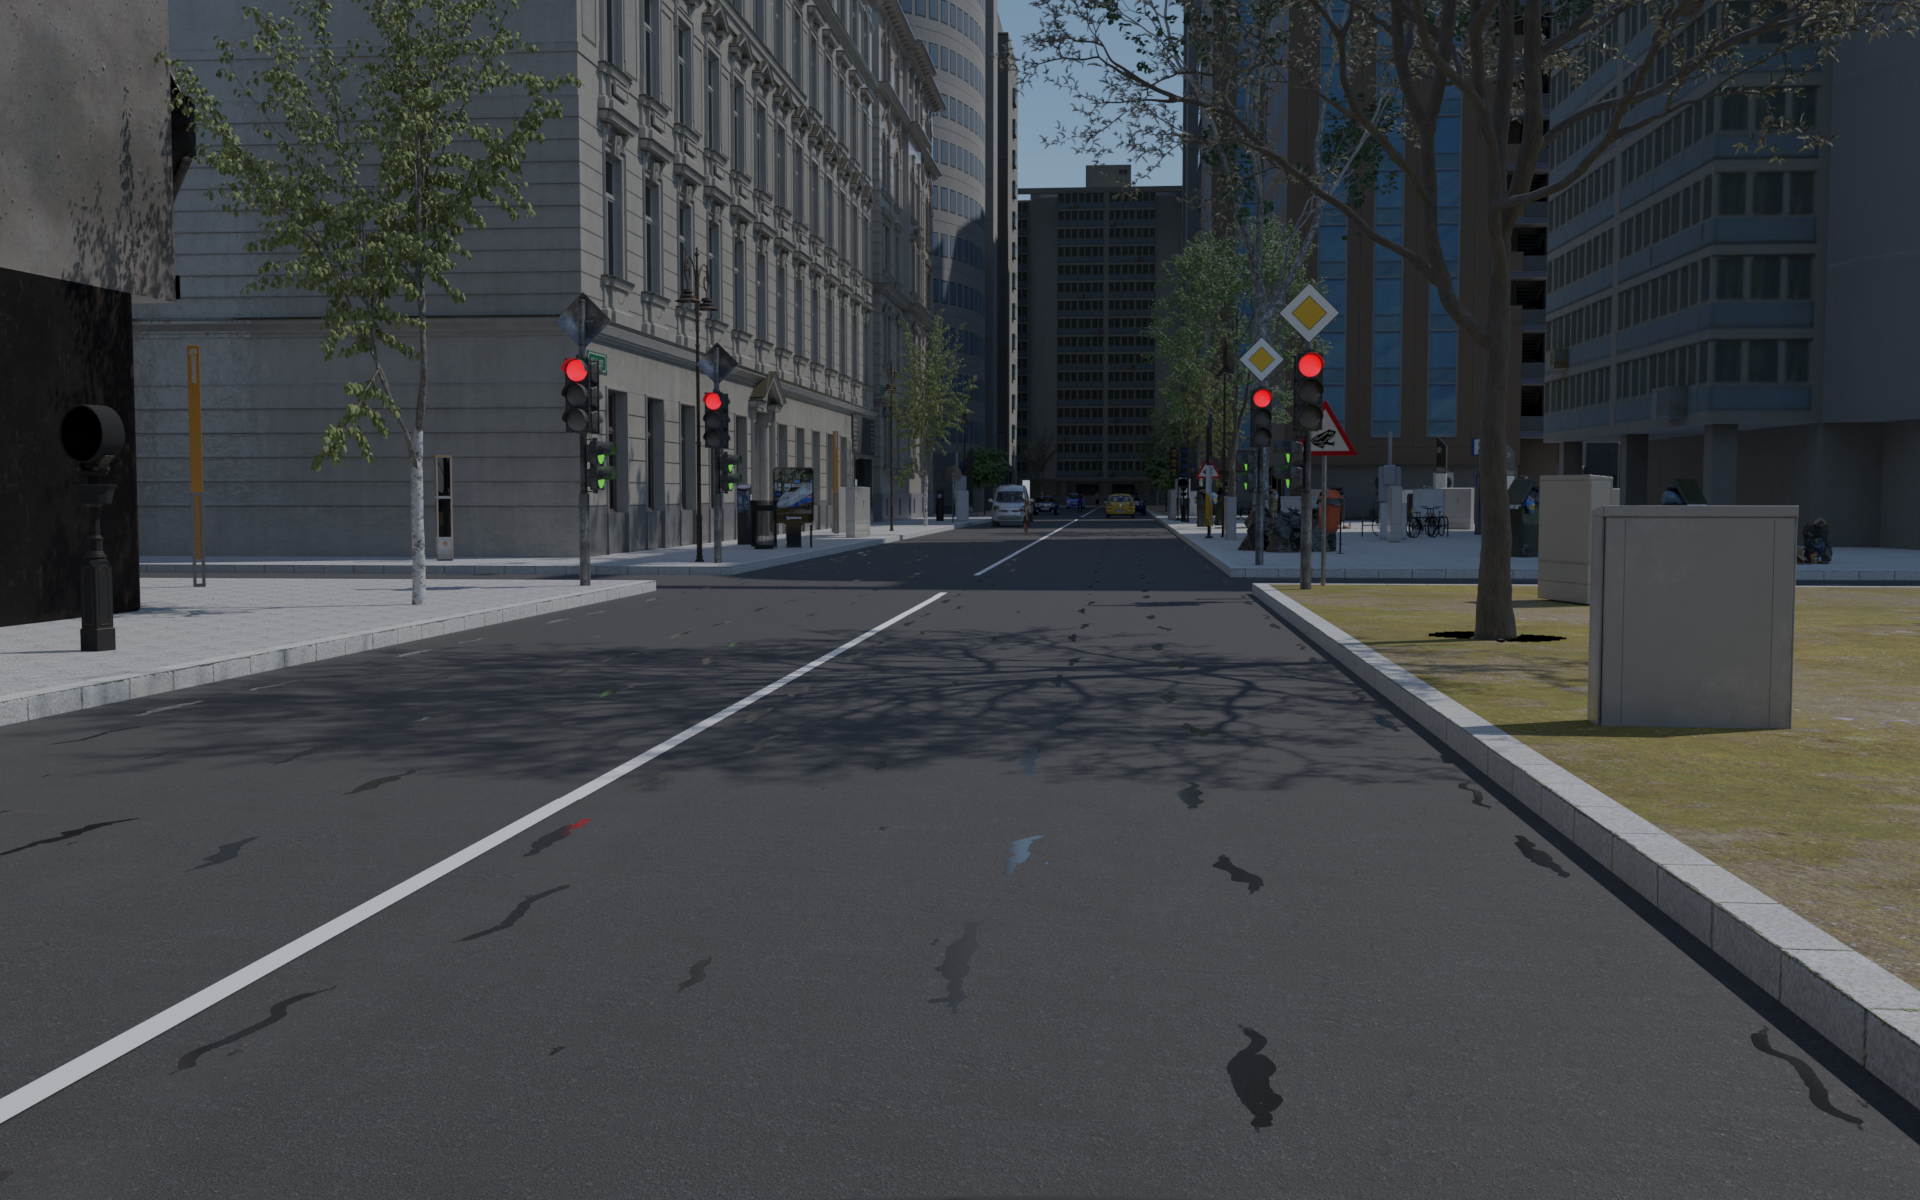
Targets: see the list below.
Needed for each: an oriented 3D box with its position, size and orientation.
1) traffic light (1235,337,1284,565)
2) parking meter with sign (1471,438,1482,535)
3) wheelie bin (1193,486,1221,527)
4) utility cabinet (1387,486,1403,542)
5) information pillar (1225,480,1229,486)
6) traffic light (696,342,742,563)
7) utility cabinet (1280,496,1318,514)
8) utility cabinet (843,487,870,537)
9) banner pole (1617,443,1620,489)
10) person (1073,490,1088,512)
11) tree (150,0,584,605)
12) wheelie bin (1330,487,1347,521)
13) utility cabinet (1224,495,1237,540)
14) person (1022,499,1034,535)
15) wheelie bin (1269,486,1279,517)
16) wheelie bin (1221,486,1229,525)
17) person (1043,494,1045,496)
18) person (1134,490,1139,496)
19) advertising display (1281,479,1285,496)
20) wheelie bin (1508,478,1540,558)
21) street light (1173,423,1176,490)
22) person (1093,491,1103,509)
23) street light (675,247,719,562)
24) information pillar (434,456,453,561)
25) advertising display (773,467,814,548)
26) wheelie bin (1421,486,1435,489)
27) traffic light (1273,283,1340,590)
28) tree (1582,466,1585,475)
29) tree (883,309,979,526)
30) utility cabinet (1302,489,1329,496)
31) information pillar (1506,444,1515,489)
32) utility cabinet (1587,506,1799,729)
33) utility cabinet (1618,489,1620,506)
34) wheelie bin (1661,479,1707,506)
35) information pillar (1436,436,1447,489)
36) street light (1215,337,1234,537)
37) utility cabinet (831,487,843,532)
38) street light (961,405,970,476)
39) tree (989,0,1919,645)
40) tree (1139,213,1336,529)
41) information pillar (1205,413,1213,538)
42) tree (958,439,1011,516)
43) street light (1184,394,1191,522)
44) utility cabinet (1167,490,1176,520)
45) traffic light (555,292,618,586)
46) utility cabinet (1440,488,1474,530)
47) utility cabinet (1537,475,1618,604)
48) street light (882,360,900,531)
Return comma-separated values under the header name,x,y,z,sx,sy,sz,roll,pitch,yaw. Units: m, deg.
name,x,y,z,sx,sy,sz,roll,pitch,yaw
traffic light,5.388,-2.584,31.172,0.839,4.253,0.868,0,4,5
parking meter with sign,16.583,-3.579,54.775,0.543,3.016,1.738,2,4,26
wheelie bin,9.611,-3.662,67.779,0.980,1.594,0.693,1,4,12
utility cabinet,11.673,-2.311,46.469,0.318,1.500,1.173,1,4,9
information pillar,13.908,-5.246,90.271,0.304,2.012,0.304,2,4,33
traffic light,-4.481,-2.640,32.084,0.839,4.253,0.868,0,4,5
utility cabinet,9.237,-2.201,47.140,1.020,1.237,0.306,1,4,12
utility cabinet,-3.008,-2.605,51.275,0.318,1.500,1.173,1,4,19
banner pole,29.822,-5.412,78.497,0.401,3.779,0.863,1,4,20
person,9.434,-7.743,135.774,1.217,1.739,0.721,1,4,17
tree,-6.524,-4.251,19.866,4.737,8.622,4.395,0,3,0
wheelie bin,17.741,-4.499,81.459,0.980,1.594,0.693,-1,4,-21
utility cabinet,7.558,-2.277,48.384,0.306,1.237,1.020,0,4,5
person,2.399,-2.918,60.872,0.373,1.253,0.362,2,4,30
wheelie bin,12.036,-3.649,67.569,0.693,1.594,0.980,2,4,27
wheelie bin,10.814,-3.846,70.793,0.980,1.594,0.693,-3,4,-38
person,6.483,-7.583,135.711,0.599,1.433,0.991,2,4,29
person,14.928,-8.476,147.089,0.705,1.822,1.348,-2,4,-24
advertising display,13.414,-4.082,71.952,0.123,1.923,0.974,1,4,9
wheelie bin,11.470,-1.675,35.294,0.693,1.594,0.980,-1,4,-22
street light,12.985,-8.091,105.077,0.468,5.910,1.993,0,4,5
person,13.074,-9.472,164.151,1.217,1.735,0.721,-2,4,-35
street light,-4.926,-3.657,32.584,0.468,5.910,1.993,0,4,5
information pillar,-9.905,-1.757,33.226,0.304,2.012,0.304,-1,4,-22
advertising display,-3.983,-2.215,41.426,0.974,1.923,0.123,-1,4,-14
wheelie bin,18.366,-3.686,68.178,0.980,1.594,0.693,-2,4,-28
traffic light,4.638,-2.098,23.222,0.839,4.253,0.868,0,4,5
tree,36.241,-6.602,102.549,1.663,3.219,1.824,0,3,0
tree,-1.347,-7.296,69.652,4.737,8.622,4.395,0,3,0
utility cabinet,16.392,-4.361,79.976,1.173,1.500,0.318,2,4,30
information pillar,25.185,-5.389,79.469,0.504,3.616,0.183,-1,4,-15
utility cabinet,4.052,0.094,9.618,1.020,1.237,0.306,0,4,8
utility cabinet,25.964,-3.690,69.008,0.318,1.500,1.173,-2,4,-33
wheelie bin,15.099,-1.731,36.214,0.980,1.594,0.693,-2,4,-28
information pillar,19.425,-4.805,69.922,0.183,3.616,0.504,-3,4,-37
street light,7.789,-4.787,51.057,0.468,5.910,1.993,0,4,5
utility cabinet,-3.735,-3.001,57.744,1.173,1.500,0.318,-3,5,-40
street light,0.223,-6.998,87.208,0.468,5.910,1.993,0,4,5
tree,4.586,-6.395,14.929,12.009,13.543,11.850,0,3,0
tree,10.200,-8.464,64.134,9.928,11.665,9.643,0,3,0
information pillar,7.207,-3.595,50.137,0.183,3.616,0.504,1,4,18
tree,1.414,-7.357,104.002,4.285,4.588,4.351,0,3,0
street light,10.291,-6.438,78.043,0.468,5.910,1.993,0,4,5
utility cabinet,10.452,-4.699,85.501,0.318,1.500,1.173,0,4,0
traffic light,-5.231,-2.154,24.134,0.839,4.253,0.868,0,4,5
utility cabinet,17.620,-3.230,61.487,1.173,1.500,0.318,3,4,39
utility cabinet,7.252,-0.718,20.420,0.318,1.500,1.173,-1,4,-9
street light,-2.371,-5.330,59.928,0.468,5.910,1.993,0,4,5
